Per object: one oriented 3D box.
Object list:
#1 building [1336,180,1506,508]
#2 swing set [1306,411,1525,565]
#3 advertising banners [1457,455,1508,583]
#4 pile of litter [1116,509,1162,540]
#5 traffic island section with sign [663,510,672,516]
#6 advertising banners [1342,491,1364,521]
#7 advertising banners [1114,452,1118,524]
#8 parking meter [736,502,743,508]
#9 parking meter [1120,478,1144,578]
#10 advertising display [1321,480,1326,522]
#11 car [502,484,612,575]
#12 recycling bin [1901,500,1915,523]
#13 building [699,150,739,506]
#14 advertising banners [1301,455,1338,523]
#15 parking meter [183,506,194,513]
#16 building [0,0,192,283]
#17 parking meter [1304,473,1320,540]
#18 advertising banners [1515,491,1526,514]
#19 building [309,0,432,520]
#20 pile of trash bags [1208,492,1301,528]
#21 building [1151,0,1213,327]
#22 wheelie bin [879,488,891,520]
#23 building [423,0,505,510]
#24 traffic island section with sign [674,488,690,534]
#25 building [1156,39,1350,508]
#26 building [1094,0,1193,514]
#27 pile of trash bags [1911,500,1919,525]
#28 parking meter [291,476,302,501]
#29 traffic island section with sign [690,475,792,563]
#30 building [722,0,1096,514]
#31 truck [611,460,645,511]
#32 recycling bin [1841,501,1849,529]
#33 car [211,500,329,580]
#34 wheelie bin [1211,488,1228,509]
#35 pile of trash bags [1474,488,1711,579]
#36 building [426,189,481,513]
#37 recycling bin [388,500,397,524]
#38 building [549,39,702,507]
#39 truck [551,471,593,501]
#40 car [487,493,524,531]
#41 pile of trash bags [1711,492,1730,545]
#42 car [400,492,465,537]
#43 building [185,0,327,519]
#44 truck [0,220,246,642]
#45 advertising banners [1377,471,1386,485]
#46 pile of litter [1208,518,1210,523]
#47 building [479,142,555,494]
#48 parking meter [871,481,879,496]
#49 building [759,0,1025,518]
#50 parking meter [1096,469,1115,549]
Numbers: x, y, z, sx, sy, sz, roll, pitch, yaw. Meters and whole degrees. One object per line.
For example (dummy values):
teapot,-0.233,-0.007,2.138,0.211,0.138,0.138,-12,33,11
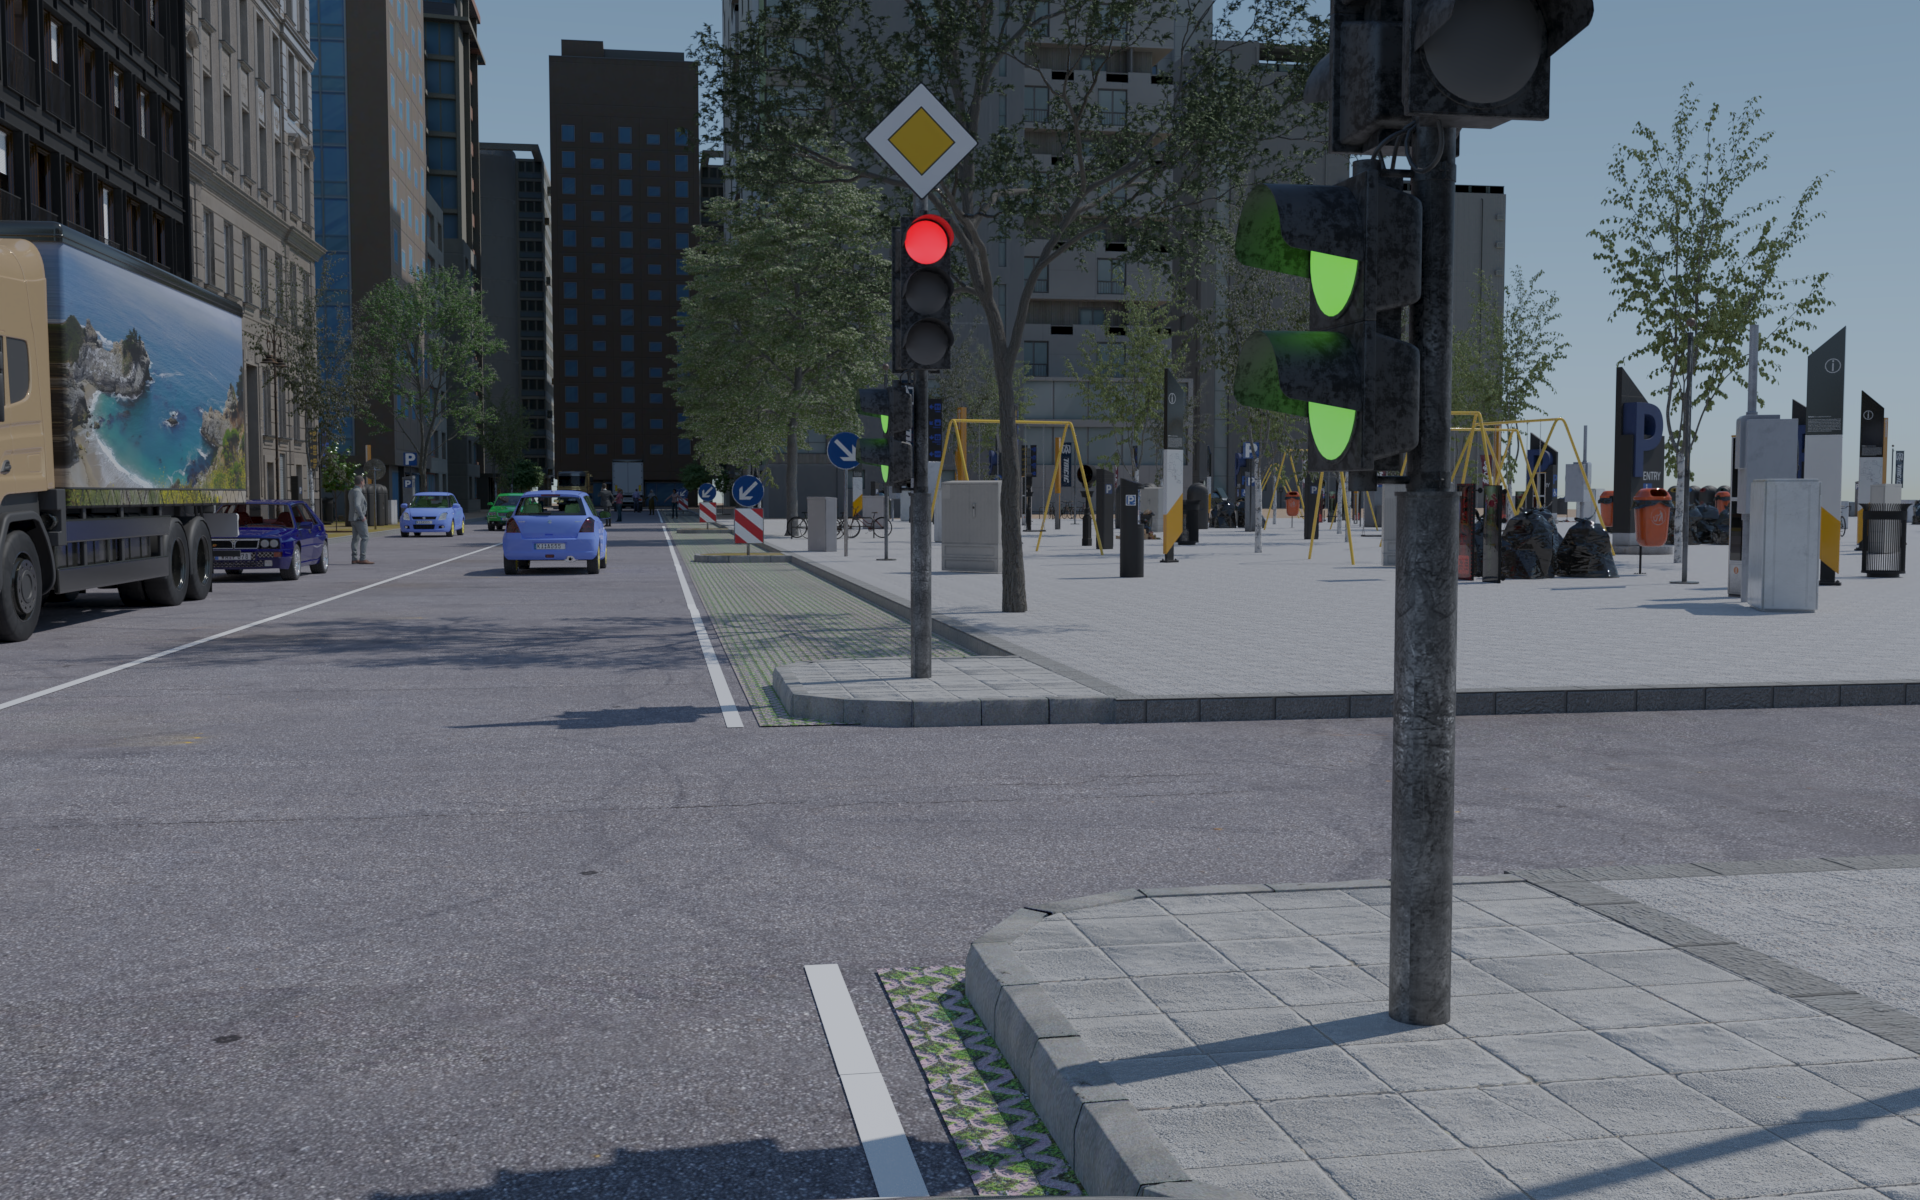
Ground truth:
building,41.593,-23.957,163.390,14.107,30.474,14.160,-1,4,-10
swing set,8.531,-2.152,32.799,3.119,2.851,2.862,0,4,-5
advertising banners,7.527,-1.805,25.702,0.090,3.025,2.074,-1,4,-13
pile of litter,5.067,-2.150,49.111,1.176,0.858,1.719,-1,4,-12
traffic island section with sign,-18.074,-6.341,112.302,1.989,1.847,2.006,-1,4,-10
advertising banners,19.186,-5.364,83.894,2.074,3.025,0.090,-2,4,-29
advertising banners,6.448,-4.737,73.643,0.090,3.025,2.074,-1,4,-9
parking meter,-9.913,-4.441,78.326,0.399,1.863,0.255,-3,5,-41
parking meter,2.650,-1.117,26.674,0.372,1.533,0.369,0,3,0
advertising display,16.364,-4.553,79.657,0.974,1.923,0.123,3,4,36
car,-7.484,-1.383,32.200,1.945,1.707,3.694,-1,4,-9
recycling bin,42.598,-3.984,77.699,0.722,1.027,0.722,3,4,37
building,-16.517,-30.353,188.151,23.993,40.220,32.217,-1,4,-10
advertising banners,16.042,-4.965,77.368,2.074,3.025,0.090,-2,4,-25
parking meter,-16.200,-1.698,36.168,0.372,1.533,0.369,0,3,0
building,-25.173,-12.688,37.124,12.332,23.373,15.834,-1,4,-10
parking meter,9.948,-2.644,48.933,0.399,1.863,0.255,-1,4,-17
advertising banners,24.122,-4.934,76.855,2.074,3.025,0.090,2,4,23
building,-35.530,-26.835,88.856,14.600,45.320,14.200,-1,4,-10
pile of trash bags,11.121,-3.401,65.355,3.447,1.369,1.912,0,4,8
building,10.285,-39.425,186.604,28.212,58.520,21.231,-1,4,-10
wheelie bin,-3.674,-4.624,83.518,0.693,1.594,0.980,0,4,4
building,-52.798,-29.876,143.091,28.867,44.769,22.147,-1,4,-10
traffic island section with sign,-9.353,-3.342,63.274,1.989,1.847,2.006,-1,4,-10
building,26.848,-29.186,160.791,14.086,41.232,14.154,-1,4,-10
building,-1.191,-32.499,120.598,28.713,52.752,27.495,-1,4,-10
pile of trash bags,41.407,-3.883,73.247,1.912,1.369,3.447,3,4,36
parking meter,-21.332,-3.059,55.721,0.255,1.863,0.399,0,4,-2
traffic island section with sign,-4.636,-1.719,36.733,1.989,1.847,2.006,-1,4,-10
building,-6.096,-34.151,147.601,28.713,52.752,27.495,-1,4,-10
truck,-27.995,-9.612,146.063,2.839,4.237,11.283,-1,4,-11
recycling bin,32.001,-3.112,63.441,0.722,1.027,0.722,-2,4,-24
car,-12.057,-1.054,29.817,1.945,1.354,3.894,-1,4,-10
wheelie bin,13.136,-4.896,87.964,0.693,1.594,0.980,3,4,37
pile of trash bags,9.596,-1.064,27.153,3.447,1.369,1.912,-1,4,-14
building,-46.231,-16.186,109.677,27.650,21.520,28.899,-1,4,-10
recycling bin,-24.307,-3.719,73.353,0.722,1.027,0.722,0,4,2
building,-33.658,-32.123,175.327,14.200,45.320,14.600,-1,4,-10
truck,-32.935,-9.308,148.107,3.469,3.379,9.791,-1,4,-9
car,-17.744,-3.683,69.021,1.959,1.807,4.718,-1,4,-8
pile of trash bags,18.088,-2.112,44.279,3.447,1.369,1.912,0,4,5
car,-17.871,-3.002,58.677,1.945,1.707,3.694,0,4,-8
building,-29.468,-15.886,56.992,12.463,27.353,25.104,-1,4,-10
truck,-10.810,-1.896,19.910,2.839,4.237,11.283,-1,4,-10
advertising banners,12.961,-3.327,50.582,2.074,3.025,0.090,1,4,20
pile of litter,11.835,-3.891,77.590,1.719,0.858,1.176,1,4,10
building,-54.990,-29.933,181.291,23.993,40.220,32.217,-1,4,-10
parking meter,-3.928,-4.539,79.925,0.255,1.863,0.399,2,4,29
building,-4.443,-25.384,98.621,14.154,41.232,14.086,-1,4,-10
parking meter,3.371,-2.111,40.225,0.399,1.863,0.255,-3,5,-40
